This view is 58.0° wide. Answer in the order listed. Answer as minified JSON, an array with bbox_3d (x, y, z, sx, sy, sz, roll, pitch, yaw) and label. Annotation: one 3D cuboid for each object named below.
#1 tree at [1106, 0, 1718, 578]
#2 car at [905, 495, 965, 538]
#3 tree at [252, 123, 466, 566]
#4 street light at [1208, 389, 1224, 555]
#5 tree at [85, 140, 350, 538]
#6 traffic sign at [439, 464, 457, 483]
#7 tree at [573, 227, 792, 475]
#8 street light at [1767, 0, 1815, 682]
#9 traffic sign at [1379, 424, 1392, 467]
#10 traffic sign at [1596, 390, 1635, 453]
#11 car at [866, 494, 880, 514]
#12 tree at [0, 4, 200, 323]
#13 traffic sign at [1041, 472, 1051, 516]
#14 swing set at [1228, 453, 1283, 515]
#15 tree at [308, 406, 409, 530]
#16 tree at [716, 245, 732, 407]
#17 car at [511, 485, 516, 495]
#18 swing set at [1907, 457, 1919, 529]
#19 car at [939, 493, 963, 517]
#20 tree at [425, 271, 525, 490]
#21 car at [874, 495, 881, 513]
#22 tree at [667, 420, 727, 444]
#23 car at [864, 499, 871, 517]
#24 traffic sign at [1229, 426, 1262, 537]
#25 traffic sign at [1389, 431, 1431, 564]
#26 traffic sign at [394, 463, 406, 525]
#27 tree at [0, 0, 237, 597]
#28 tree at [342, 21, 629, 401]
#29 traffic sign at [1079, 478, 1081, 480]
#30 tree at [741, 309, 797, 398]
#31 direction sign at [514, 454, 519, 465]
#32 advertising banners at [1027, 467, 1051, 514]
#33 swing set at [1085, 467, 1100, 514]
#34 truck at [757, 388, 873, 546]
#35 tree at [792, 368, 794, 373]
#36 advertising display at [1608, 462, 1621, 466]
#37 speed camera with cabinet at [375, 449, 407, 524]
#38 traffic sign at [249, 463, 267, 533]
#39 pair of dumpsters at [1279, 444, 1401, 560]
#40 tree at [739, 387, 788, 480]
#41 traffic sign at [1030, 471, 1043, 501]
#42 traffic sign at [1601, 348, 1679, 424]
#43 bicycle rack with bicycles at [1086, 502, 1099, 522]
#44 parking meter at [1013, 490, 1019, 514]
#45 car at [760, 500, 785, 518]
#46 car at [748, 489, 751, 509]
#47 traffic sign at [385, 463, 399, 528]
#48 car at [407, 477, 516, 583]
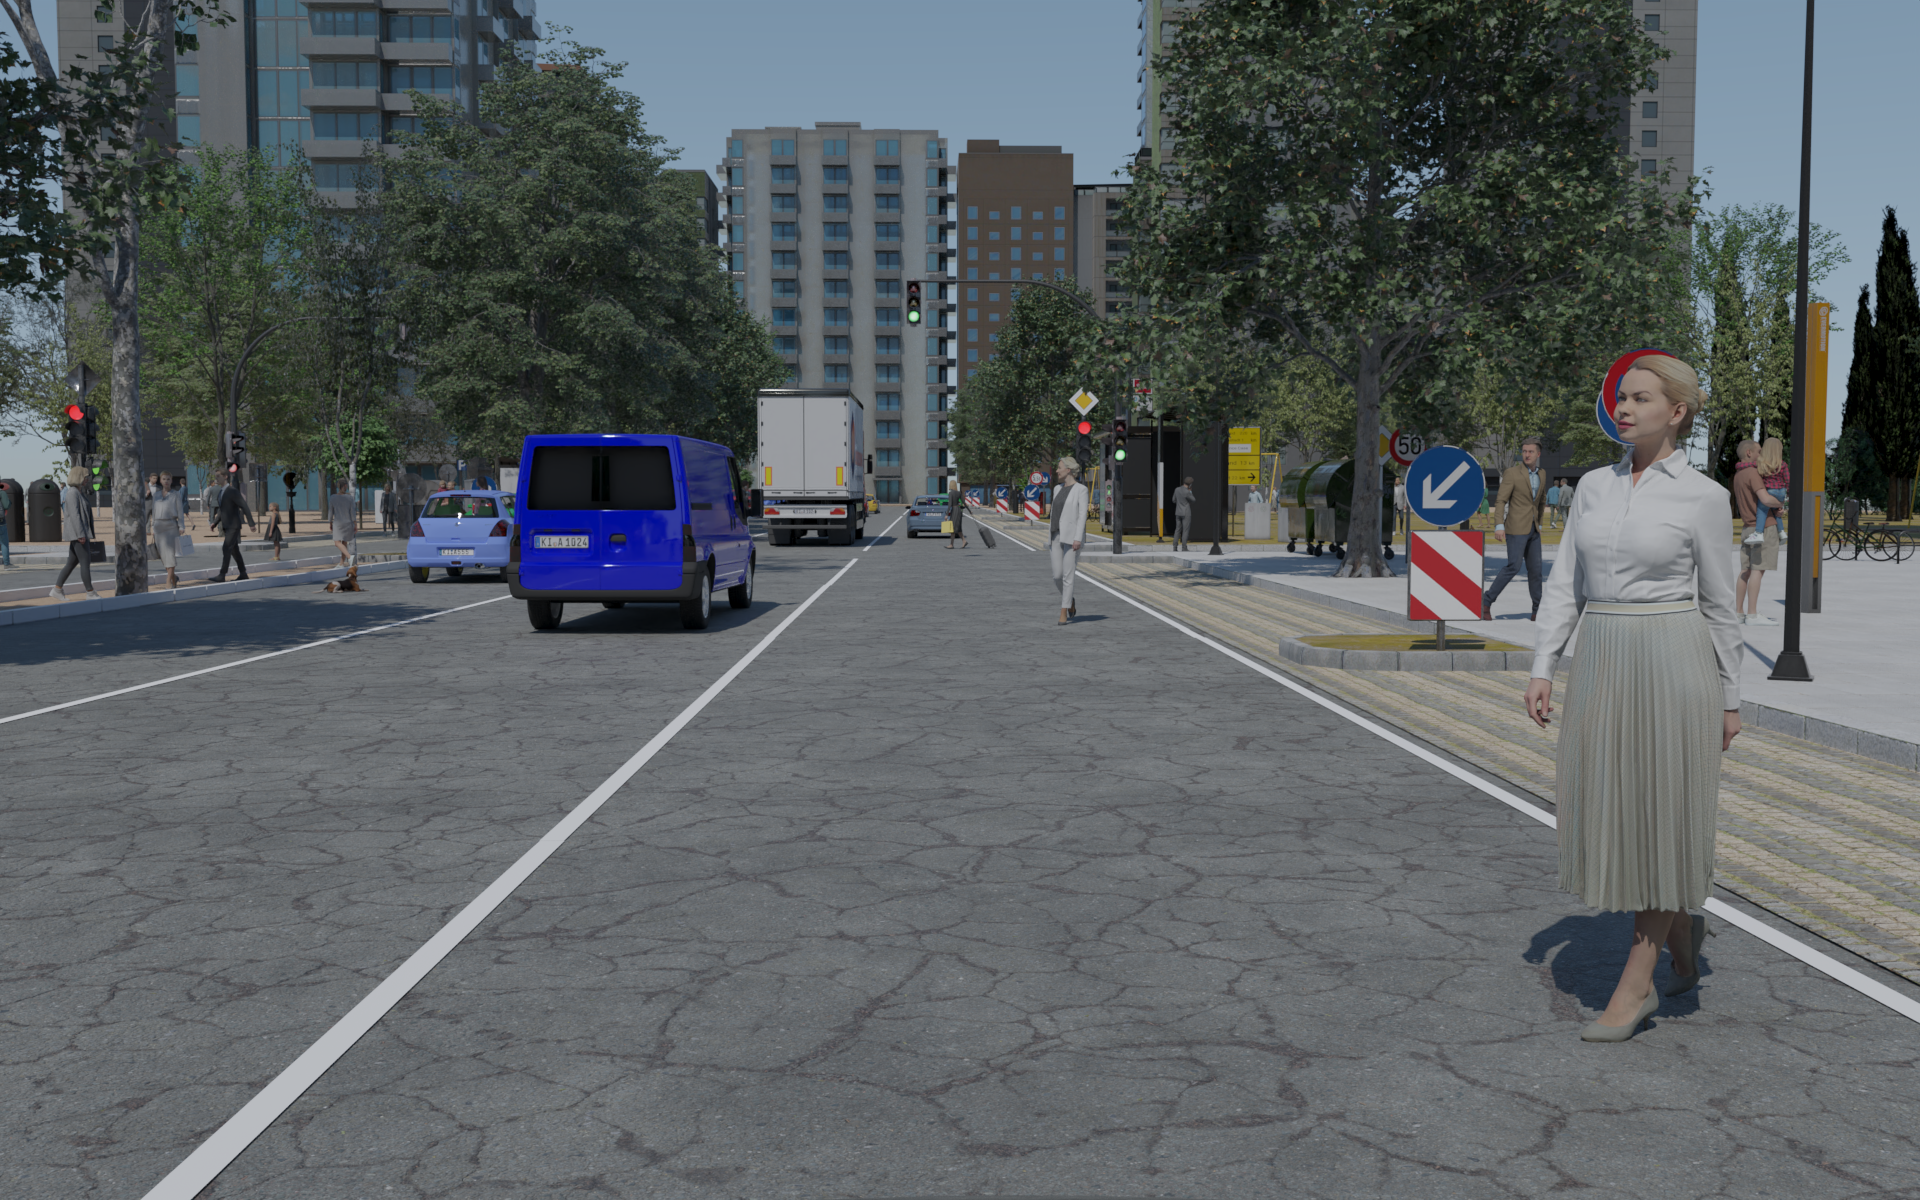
[{"bbox_3d":[6.394,-6.697,26.503,9.611,12.733,9.660,0,3,0],"label":"tree"},{"bbox_3d":[-0.833,-2.771,57.311,2.014,1.417,4.499,0,4,1],"label":"car"},{"bbox_3d":[-12.087,-4.990,34.405,4.360,8.622,3.978,0,3,0],"label":"tree"},{"bbox_3d":[4.840,-3.896,36.242,1.470,5.913,1.316,0,4,-1],"label":"street light"},{"bbox_3d":[-21.719,-7.664,51.057,9.928,11.665,9.643,0,3,0],"label":"tree"},{"bbox_3d":[-21.650,-4.473,73.234,0.768,2.556,0.104,0,4,1],"label":"traffic sign"},{"bbox_3d":[-12.199,-9.237,70.483,9.611,12.733,9.660,0,3,0],"label":"tree"},{"bbox_3d":[5.215,-2.402,11.818,1.470,5.913,1.316,0,4,-1],"label":"street light"},{"bbox_3d":[7.957,-2.012,32.637,0.795,2.593,0.064,0,4,5],"label":"traffic sign"},{"bbox_3d":[6.998,-1.100,18.096,0.768,2.556,0.104,0,4,2],"label":"traffic sign"},{"bbox_3d":[-6.795,-7.009,124.826,2.015,1.641,3.980,0,4,-2],"label":"car"},{"bbox_3d":[-11.649,-5.740,13.322,9.611,12.733,9.660,0,3,0],"label":"tree"},{"bbox_3d":[4.820,-6.079,99.503,0.768,2.556,0.104,0,4,7],"label":"traffic sign"},{"bbox_3d":[11.029,-4.244,67.010,3.119,2.851,2.862,2,4,27],"label":"swing set"},{"bbox_3d":[-21.553,-4.813,62.413,4.285,4.588,4.351,0,3,0],"label":"tree"},{"bbox_3d":[-12.248,-9.188,59.331,9.857,13.997,8.962,0,3,0],"label":"tree"},{"bbox_3d":[-15.172,-2.974,57.427,1.959,1.807,4.718,0,4,-1],"label":"car"},{"bbox_3d":[33.508,-3.651,57.315,3.119,2.851,2.862,1,4,14],"label":"swing set"},{"bbox_3d":[-0.695,-6.236,110.753,1.959,1.807,4.718,0,3,0],"label":"car"},{"bbox_3d":[-21.891,-9.519,81.393,9.928,11.665,9.643,0,3,0],"label":"tree"},{"bbox_3d":[-6.942,-7.267,130.811,2.014,1.417,4.499,0,4,0],"label":"car"},{"bbox_3d":[-12.396,-7.707,78.831,4.737,8.622,4.395,0,3,0],"label":"tree"},{"bbox_3d":[-6.623,-6.064,108.186,2.155,1.783,4.494,0,4,-1],"label":"car"},{"bbox_3d":[7.907,-3.562,52.118,2.265,3.308,0.079,0,4,7],"label":"traffic sign"},{"bbox_3d":[8.276,-1.948,31.950,0.768,2.556,0.104,0,4,4],"label":"traffic sign"},{"bbox_3d":[-23.029,-4.326,70.839,0.768,2.556,0.104,0,4,7],"label":"traffic sign"},{"bbox_3d":[-12.730,-10.148,24.266,12.611,20.169,13.585,0,3,0],"label":"tree"},{"bbox_3d":[-11.936,-8.488,47.889,9.857,13.997,8.962,0,3,0],"label":"tree"},{"bbox_3d":[6.552,-6.090,99.671,0.768,2.556,0.104,0,4,7],"label":"traffic sign"},{"bbox_3d":[-12.851,-10.253,95.845,9.928,11.665,9.643,0,3,0],"label":"tree"},{"bbox_3d":[-25.286,-6.530,98.765,0.379,3.537,0.876,-2,4,-31],"label":"direction sign"},{"bbox_3d":[5.132,-6.891,108.858,2.074,3.025,0.090,1,4,9],"label":"advertising banners"},{"bbox_3d":[9.187,-6.591,105.385,3.119,2.851,2.862,1,4,18],"label":"swing set"},{"bbox_3d":[-4.196,-3.828,51.496,2.839,4.237,11.283,0,4,-1],"label":"truck"},{"bbox_3d":[-12.553,-10.184,85.965,9.611,12.733,9.660,0,3,0],"label":"tree"},{"bbox_3d":[13.341,-1.789,34.461,0.974,1.923,0.123,-1,4,-12],"label":"advertising display"},{"bbox_3d":[-24.580,-4.946,75.207,0.660,3.252,2.038,1,4,16],"label":"speed camera with cabinet"},{"bbox_3d":[-22.980,-3.339,56.730,0.606,2.300,0.079,0,4,3],"label":"traffic sign"},{"bbox_3d":[7.800,-2.033,35.730,1.574,2.255,4.437,0,4,-1],"label":"pair of dumpsters"},{"bbox_3d":[-13.204,-10.266,104.720,8.767,10.594,7.601,0,4,-1],"label":"tree"},{"bbox_3d":[4.293,-5.937,97.177,0.768,2.556,0.104,0,4,3],"label":"traffic sign"},{"bbox_3d":[5.999,-0.924,15.207,0.768,2.556,0.104,0,4,6],"label":"traffic sign"},{"bbox_3d":[6.056,-4.029,79.257,2.852,0.926,2.925,-1,4,-21],"label":"bicycle rack with bicycles"},{"bbox_3d":[3.659,-6.427,113.489,0.372,1.533,0.369,0,3,0],"label":"parking meter"},{"bbox_3d":[-11.044,-5.761,103.784,1.945,1.707,3.694,0,4,-1],"label":"car"},{"bbox_3d":[-16.890,-7.655,133.834,2.281,1.827,5.304,0,4,-2],"label":"car"},{"bbox_3d":[-21.723,-4.021,65.853,0.768,2.556,0.104,0,4,1],"label":"traffic sign"},{"bbox_3d":[-8.070,-1.200,29.218,1.945,1.707,3.694,0,4,-3],"label":"car"}]
